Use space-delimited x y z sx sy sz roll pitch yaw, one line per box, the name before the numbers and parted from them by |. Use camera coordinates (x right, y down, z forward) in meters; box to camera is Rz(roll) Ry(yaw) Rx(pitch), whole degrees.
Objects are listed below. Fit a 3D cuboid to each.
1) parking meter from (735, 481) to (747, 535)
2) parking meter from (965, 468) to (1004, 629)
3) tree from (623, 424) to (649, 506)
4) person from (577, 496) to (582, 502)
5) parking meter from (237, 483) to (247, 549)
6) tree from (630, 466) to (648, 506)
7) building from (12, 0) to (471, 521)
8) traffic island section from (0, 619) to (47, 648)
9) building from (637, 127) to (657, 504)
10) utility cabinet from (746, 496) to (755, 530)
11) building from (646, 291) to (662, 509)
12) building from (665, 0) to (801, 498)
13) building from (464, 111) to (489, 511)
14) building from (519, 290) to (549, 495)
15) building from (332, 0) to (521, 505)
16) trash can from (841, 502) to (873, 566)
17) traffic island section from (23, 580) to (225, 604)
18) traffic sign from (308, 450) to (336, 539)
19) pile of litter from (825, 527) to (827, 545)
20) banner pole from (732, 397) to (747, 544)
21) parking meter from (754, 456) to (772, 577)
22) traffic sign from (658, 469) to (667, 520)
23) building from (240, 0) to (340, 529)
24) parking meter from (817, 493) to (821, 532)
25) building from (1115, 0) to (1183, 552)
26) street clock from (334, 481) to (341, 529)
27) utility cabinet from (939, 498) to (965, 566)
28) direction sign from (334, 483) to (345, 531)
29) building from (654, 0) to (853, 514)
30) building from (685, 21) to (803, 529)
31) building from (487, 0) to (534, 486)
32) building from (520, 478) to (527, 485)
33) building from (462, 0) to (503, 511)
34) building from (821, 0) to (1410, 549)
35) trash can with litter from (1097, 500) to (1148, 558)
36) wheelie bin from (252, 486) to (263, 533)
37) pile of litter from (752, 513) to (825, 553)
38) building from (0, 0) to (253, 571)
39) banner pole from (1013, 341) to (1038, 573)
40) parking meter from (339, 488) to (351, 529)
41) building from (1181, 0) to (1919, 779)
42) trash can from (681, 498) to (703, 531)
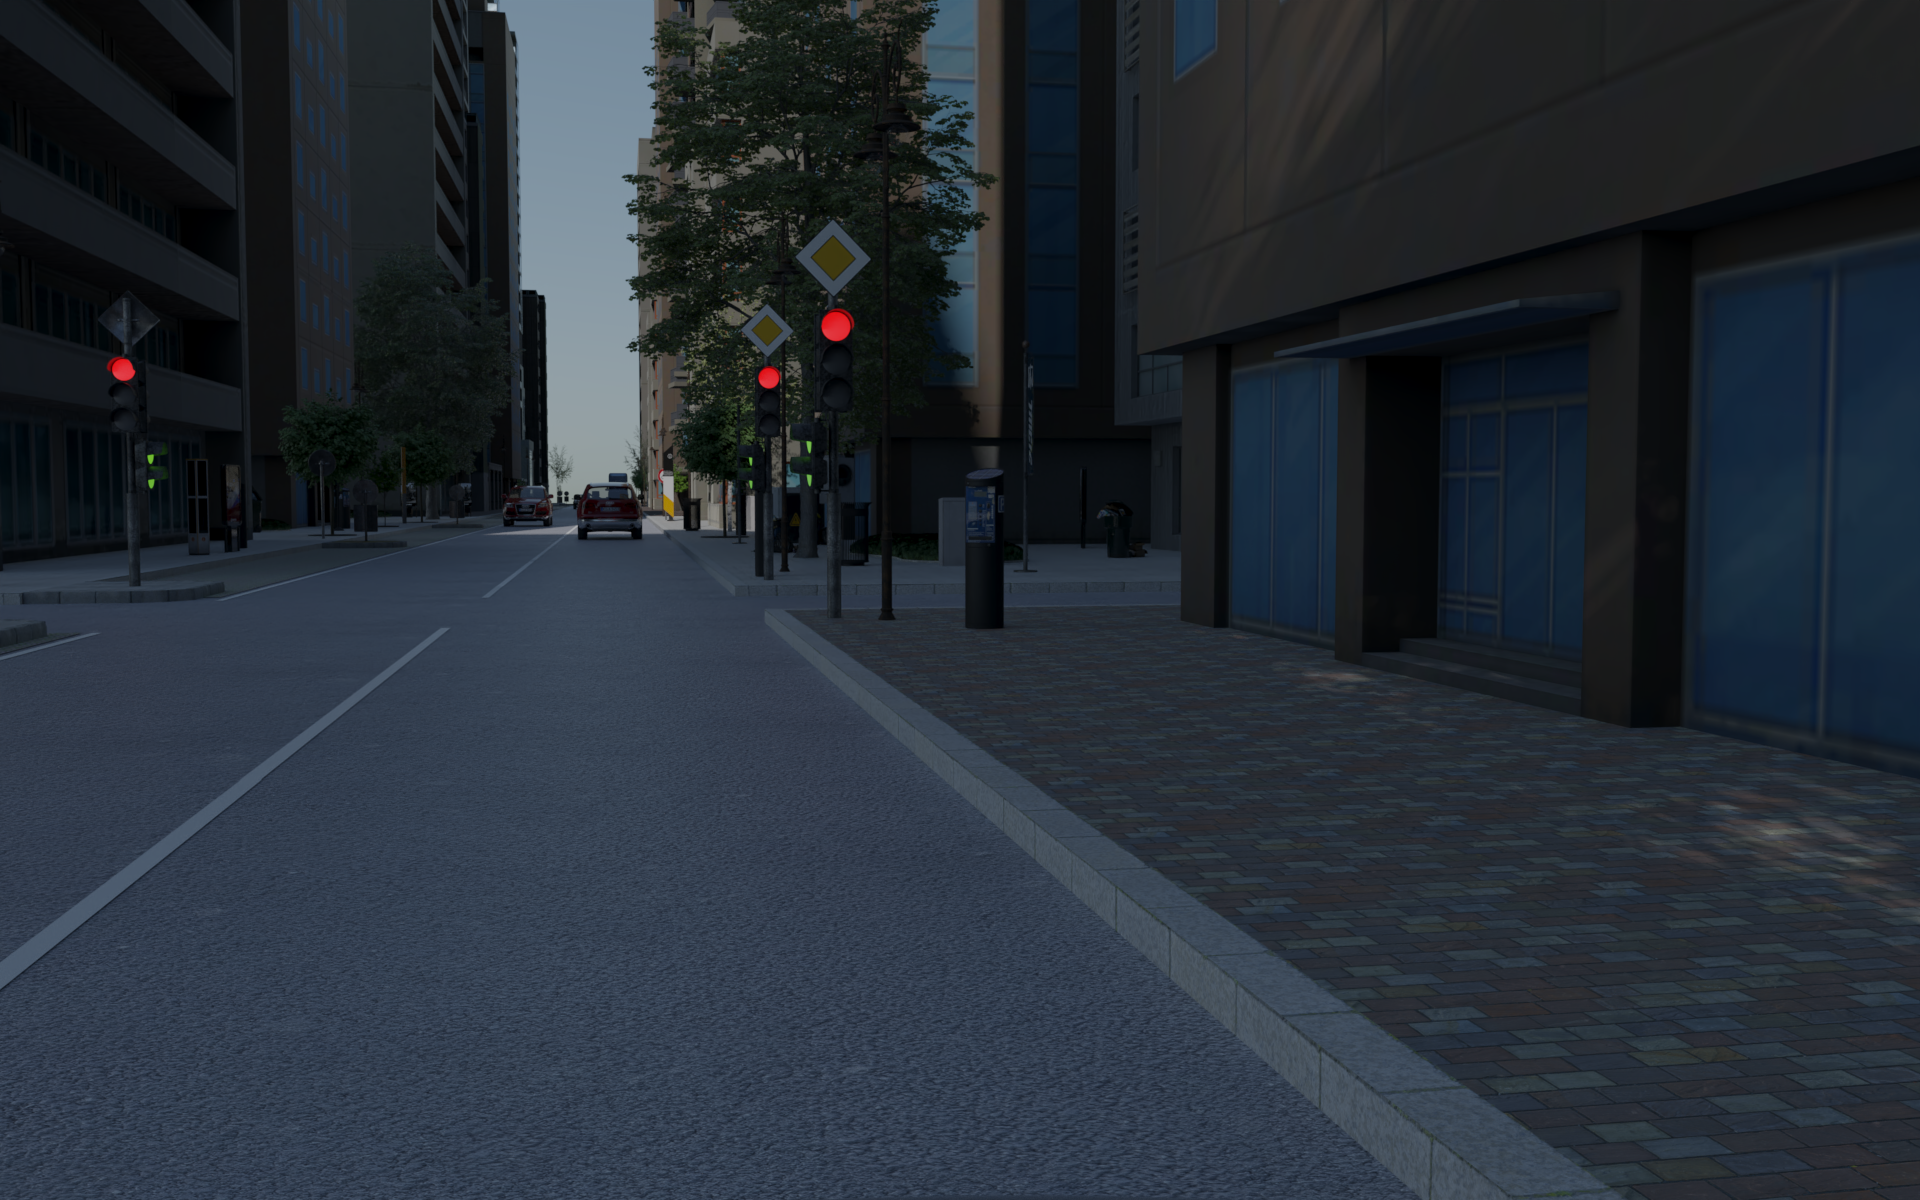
parking meter | -6.794 -2.936 53.712 0.255 1.863 0.399 -2 4 -24
parking meter | 0.236 -0.499 16.576 0.372 1.533 0.369 0 3 0
tree | -32.960 -14.132 181.415 4.360 8.622 3.978 0 3 0
person | -23.823 -6.248 110.660 1.348 1.822 0.705 -1 4 -10
parking meter | -17.035 -1.985 40.870 0.372 1.533 0.369 0 3 0
tree | -34.477 -12.584 189.463 4.285 4.588 4.351 0 3 0
building | -41.976 -29.441 105.067 21.300 48.544 21.600 -1 4 -11
traffic island section | -9.958 0.367 16.276 2.009 0.180 2.903 -1 4 -11
building | -31.100 -36.870 226.531 21.300 48.544 21.600 -1 4 -11
utility cabinet | -7.562 -3.142 62.532 0.306 1.237 1.020 -1 4 -23
building | -14.966 -19.385 161.986 27.650 21.520 28.899 -1 4 -11
building | -8.561 -28.319 117.635 22.147 44.769 28.867 -1 4 -11
building | -41.837 -21.572 124.396 14.160 30.474 14.107 -1 4 -11
building | -64.713 -28.662 240.323 14.160 30.474 14.107 -1 4 -11
building | -47.866 -31.075 158.181 14.600 45.320 14.200 -1 4 -11
trash can | -1.937 -1.183 31.003 0.748 1.137 0.748 0 3 0
traffic island section | -11.504 -0.112 24.110 2.009 0.180 2.903 -1 4 -11
traffic sign | -18.290 -3.032 49.681 0.768 2.556 0.104 0 4 -6
pile of litter | -3.853 -1.820 43.721 1.719 0.858 1.176 -1 4 -15
banner pole | -5.750 -3.360 44.955 0.401 3.779 0.863 -1 4 -12
parking meter | -3.064 -1.301 26.989 0.255 1.863 0.399 -1 4 -10
traffic sign | -14.498 -5.213 85.338 0.768 2.556 0.104 -1 4 -10
building | -32.276 -25.533 67.574 14.600 45.320 14.200 -1 4 -11
parking meter | -4.020 -2.413 47.861 0.372 1.533 0.369 0 3 0
building | 11.662 -21.425 33.900 14.086 41.232 14.154 -1 4 -11
street clock | -22.632 -3.564 62.837 0.471 2.002 0.358 1 4 12
utility cabinet | 0.141 -1.219 31.094 1.020 1.237 0.306 -1 4 -16
direction sign | -21.708 -4.185 60.417 0.379 3.537 0.876 0 4 -3
building | -17.038 -29.845 138.079 14.600 45.320 14.200 -1 4 -11
building | 1.847 -14.394 80.388 27.650 21.520 28.899 -1 4 -11
building | -64.880 -55.227 215.636 22.319 86.520 31.000 -1 4 -11
building | -64.421 -30.415 189.167 32.217 40.220 23.993 -1 4 -11
building | -48.254 -42.893 139.551 20.563 71.187 20.611 -1 4 -11
building | 3.038 -24.448 49.835 14.600 45.320 14.200 -1 4 -11
trash can with litter | 3.306 -1.447 35.043 0.624 1.170 1.055 3 5 41
wheelie bin | -23.577 -3.035 57.530 0.693 1.594 0.980 -2 4 -35
pile of litter | -3.936 -1.487 38.277 1.176 0.858 1.719 -2 4 -30
building | -28.242 -25.140 34.744 21.300 48.544 21.600 -1 4 -11
banner pole | 1.112 -2.331 28.130 0.401 3.779 0.863 -1 4 -9
parking meter | -22.696 -3.393 63.887 0.372 1.533 0.369 0 3 0
building | 9.956 -22.065 10.866 14.600 45.320 14.200 -1 4 -11
trash can | -9.316 -2.969 60.188 0.748 1.137 0.748 0 3 0
